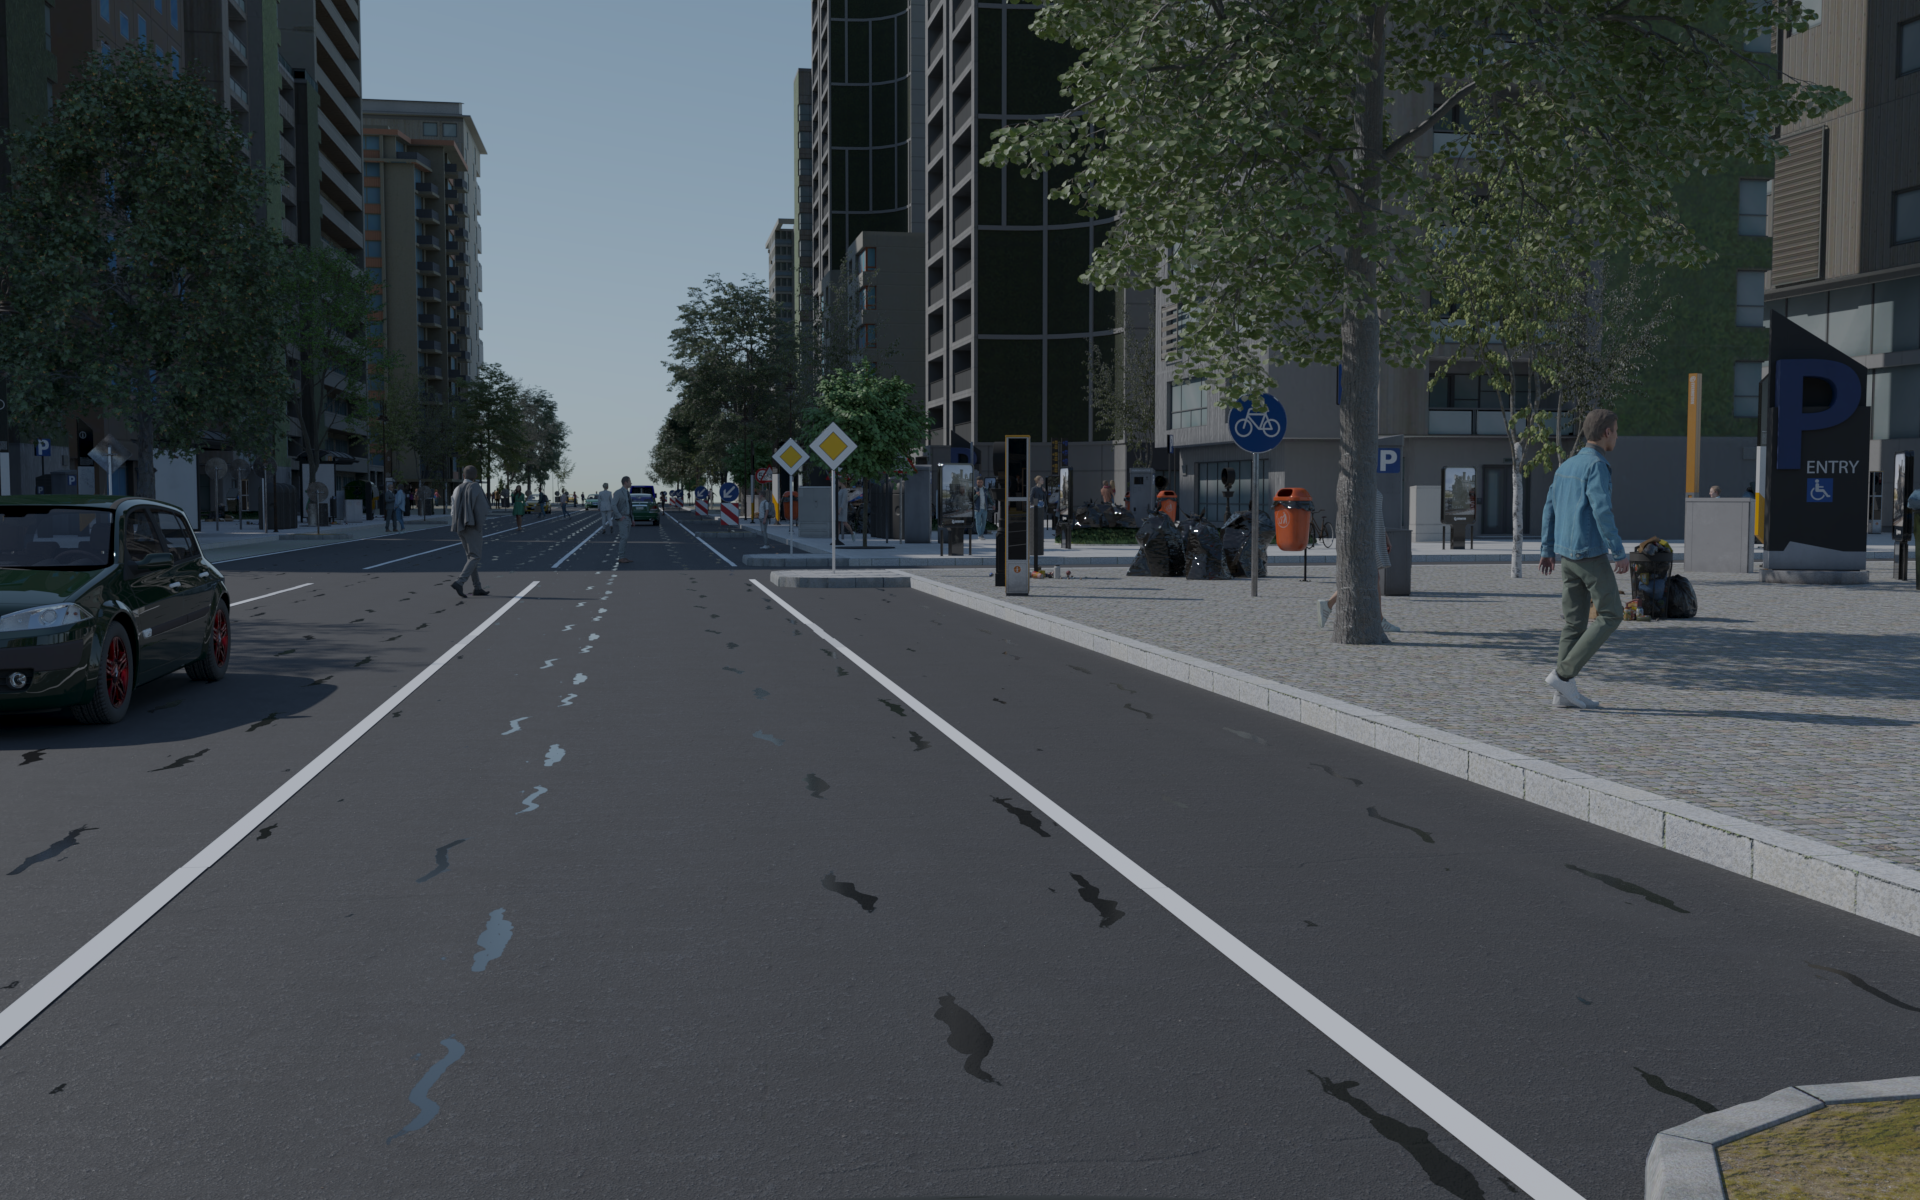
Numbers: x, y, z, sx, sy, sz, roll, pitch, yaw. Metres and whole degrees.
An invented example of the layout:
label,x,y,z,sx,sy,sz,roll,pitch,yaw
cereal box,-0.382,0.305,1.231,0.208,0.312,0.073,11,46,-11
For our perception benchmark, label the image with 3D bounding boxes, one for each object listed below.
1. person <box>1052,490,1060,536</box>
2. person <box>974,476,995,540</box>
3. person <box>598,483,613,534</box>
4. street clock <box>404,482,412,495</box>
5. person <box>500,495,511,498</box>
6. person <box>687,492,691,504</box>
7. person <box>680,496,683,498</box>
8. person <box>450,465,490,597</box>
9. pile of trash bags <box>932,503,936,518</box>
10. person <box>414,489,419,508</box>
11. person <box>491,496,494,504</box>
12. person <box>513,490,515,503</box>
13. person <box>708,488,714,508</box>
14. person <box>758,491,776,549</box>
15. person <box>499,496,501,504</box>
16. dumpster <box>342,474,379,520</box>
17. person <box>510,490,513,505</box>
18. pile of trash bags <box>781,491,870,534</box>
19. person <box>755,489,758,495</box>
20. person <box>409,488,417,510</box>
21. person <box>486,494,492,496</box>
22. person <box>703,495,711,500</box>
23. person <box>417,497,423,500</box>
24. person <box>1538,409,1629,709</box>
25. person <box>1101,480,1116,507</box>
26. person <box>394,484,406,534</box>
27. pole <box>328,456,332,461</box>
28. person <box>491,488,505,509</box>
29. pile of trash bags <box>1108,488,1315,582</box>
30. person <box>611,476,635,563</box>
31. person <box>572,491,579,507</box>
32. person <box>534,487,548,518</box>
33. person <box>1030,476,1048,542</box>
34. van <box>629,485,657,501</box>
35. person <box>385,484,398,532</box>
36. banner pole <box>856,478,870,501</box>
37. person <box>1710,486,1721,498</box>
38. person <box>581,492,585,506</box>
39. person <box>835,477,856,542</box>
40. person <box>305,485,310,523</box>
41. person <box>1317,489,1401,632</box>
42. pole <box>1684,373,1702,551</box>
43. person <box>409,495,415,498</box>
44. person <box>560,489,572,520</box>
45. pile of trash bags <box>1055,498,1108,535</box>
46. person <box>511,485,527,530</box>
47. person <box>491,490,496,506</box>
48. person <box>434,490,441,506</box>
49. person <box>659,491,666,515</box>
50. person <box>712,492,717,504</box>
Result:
label,x,y,z,sx,sy,sz,roll,pitch,yaw
person,3.147,-2.816,52.180,0.767,1.812,0.694,3,5,40
person,0.569,-2.553,48.135,0.623,1.781,0.721,-3,5,-40
person,-12.661,-3.281,62.020,0.514,1.842,0.818,-2,4,-28
street clock,-33.418,-6.137,104.909,0.471,2.002,0.358,-1,4,-22
person,-47.324,-10.600,180.181,1.217,1.723,0.721,0,4,-3
person,-36.720,-13.959,234.808,0.617,1.759,0.750,-1,4,-20
person,-36.049,-13.312,224.409,1.217,1.743,0.721,-2,4,-34
person,-6.825,-0.954,24.193,0.679,1.850,0.850,2,4,26
pile of trash bags,-0.015,-4.237,79.033,3.447,1.369,1.912,-2,4,-32
person,-50.997,-9.532,162.445,0.434,1.755,0.990,-1,4,-10
person,-58.587,-12.701,216.965,1.065,1.426,0.557,1,4,15
person,-61.576,-14.251,239.010,0.705,1.831,1.348,1,4,23
person,-23.544,-9.637,163.475,0.709,1.838,0.599,-3,5,-40
person,-5.125,-2.102,45.469,0.503,1.515,0.523,3,4,36
person,-60.387,-13.346,227.472,0.991,1.433,0.599,0,4,-7
dumpster,-29.578,-5.073,85.440,1.502,2.255,1.985,-1,4,-10
person,-52.681,-12.078,203.605,0.705,1.814,1.350,0,4,-1
pile of trash bags,-4.033,-2.825,55.940,3.447,1.369,1.912,0,4,-7
person,-19.857,-9.920,168.367,0.705,1.807,1.348,2,4,28
person,-44.732,-8.216,141.052,0.721,1.739,1.217,2,4,35
person,-42.998,-9.243,157.853,0.721,1.739,1.217,1,4,22
person,-22.220,-8.878,151.218,1.348,1.822,0.705,3,5,43
person,-48.508,-9.227,156.921,1.348,1.823,0.705,-1,4,-9
person,3.691,-0.240,10.309,0.444,1.785,0.601,0,4,-3
person,5.842,-3.774,67.727,0.580,1.828,0.573,-1,4,-19
person,-20.310,-3.312,62.913,0.793,1.790,0.793,-3,4,-37
pole,-34.010,-6.101,93.592,0.158,3.312,0.155,0,3,0
person,-40.869,-8.989,153.100,1.348,1.812,0.705,1,4,15
pile of trash bags,4.109,-1.020,26.423,1.912,1.369,3.447,-2,4,-33
person,-7.037,-1.692,36.262,0.391,1.810,0.635,0,4,8
person,-42.609,-11.178,191.987,0.721,1.743,1.217,2,4,23
person,-24.453,-5.659,101.010,0.713,1.824,0.794,1,4,10
person,2.068,-2.460,46.683,0.534,1.772,0.576,2,4,29
van,-22.528,-7.227,122.538,2.240,2.365,5.245,-1,4,-11
person,-21.366,-3.461,65.268,0.590,1.801,0.661,0,4,6
banner pole,-3.736,-4.726,67.279,0.863,3.779,0.401,-1,4,-21
person,15.874,-1.595,36.389,0.330,1.601,0.589,1,4,17
person,-45.479,-12.195,208.803,0.541,1.710,0.530,-3,4,-37
person,-3.079,-2.371,45.556,0.466,1.731,0.760,3,4,37
person,-28.399,-4.257,75.896,0.529,1.795,0.600,-2,4,-29
person,3.736,-0.573,16.169,0.760,1.731,0.466,0,4,3
pole,12.441,-2.175,29.398,0.158,3.312,0.155,0,3,0
person,-46.991,-8.654,147.617,0.705,1.814,1.350,2,4,25
person,-22.004,-5.359,96.785,0.598,1.740,0.731,0,4,-6
pile of trash bags,4.462,-2.364,48.411,3.447,1.369,1.912,-1,4,-15
person,-17.387,-3.643,68.309,0.600,1.795,0.529,0,4,-7
person,-50.799,-11.155,188.880,0.683,1.767,0.568,0,4,5
person,-53.998,-10.537,179.042,1.217,1.743,0.721,3,5,43
person,-20.017,-6.512,116.435,0.415,1.643,0.593,-2,4,-33
person,-30.670,-12.726,214.241,1.348,1.807,0.705,0,4,5
